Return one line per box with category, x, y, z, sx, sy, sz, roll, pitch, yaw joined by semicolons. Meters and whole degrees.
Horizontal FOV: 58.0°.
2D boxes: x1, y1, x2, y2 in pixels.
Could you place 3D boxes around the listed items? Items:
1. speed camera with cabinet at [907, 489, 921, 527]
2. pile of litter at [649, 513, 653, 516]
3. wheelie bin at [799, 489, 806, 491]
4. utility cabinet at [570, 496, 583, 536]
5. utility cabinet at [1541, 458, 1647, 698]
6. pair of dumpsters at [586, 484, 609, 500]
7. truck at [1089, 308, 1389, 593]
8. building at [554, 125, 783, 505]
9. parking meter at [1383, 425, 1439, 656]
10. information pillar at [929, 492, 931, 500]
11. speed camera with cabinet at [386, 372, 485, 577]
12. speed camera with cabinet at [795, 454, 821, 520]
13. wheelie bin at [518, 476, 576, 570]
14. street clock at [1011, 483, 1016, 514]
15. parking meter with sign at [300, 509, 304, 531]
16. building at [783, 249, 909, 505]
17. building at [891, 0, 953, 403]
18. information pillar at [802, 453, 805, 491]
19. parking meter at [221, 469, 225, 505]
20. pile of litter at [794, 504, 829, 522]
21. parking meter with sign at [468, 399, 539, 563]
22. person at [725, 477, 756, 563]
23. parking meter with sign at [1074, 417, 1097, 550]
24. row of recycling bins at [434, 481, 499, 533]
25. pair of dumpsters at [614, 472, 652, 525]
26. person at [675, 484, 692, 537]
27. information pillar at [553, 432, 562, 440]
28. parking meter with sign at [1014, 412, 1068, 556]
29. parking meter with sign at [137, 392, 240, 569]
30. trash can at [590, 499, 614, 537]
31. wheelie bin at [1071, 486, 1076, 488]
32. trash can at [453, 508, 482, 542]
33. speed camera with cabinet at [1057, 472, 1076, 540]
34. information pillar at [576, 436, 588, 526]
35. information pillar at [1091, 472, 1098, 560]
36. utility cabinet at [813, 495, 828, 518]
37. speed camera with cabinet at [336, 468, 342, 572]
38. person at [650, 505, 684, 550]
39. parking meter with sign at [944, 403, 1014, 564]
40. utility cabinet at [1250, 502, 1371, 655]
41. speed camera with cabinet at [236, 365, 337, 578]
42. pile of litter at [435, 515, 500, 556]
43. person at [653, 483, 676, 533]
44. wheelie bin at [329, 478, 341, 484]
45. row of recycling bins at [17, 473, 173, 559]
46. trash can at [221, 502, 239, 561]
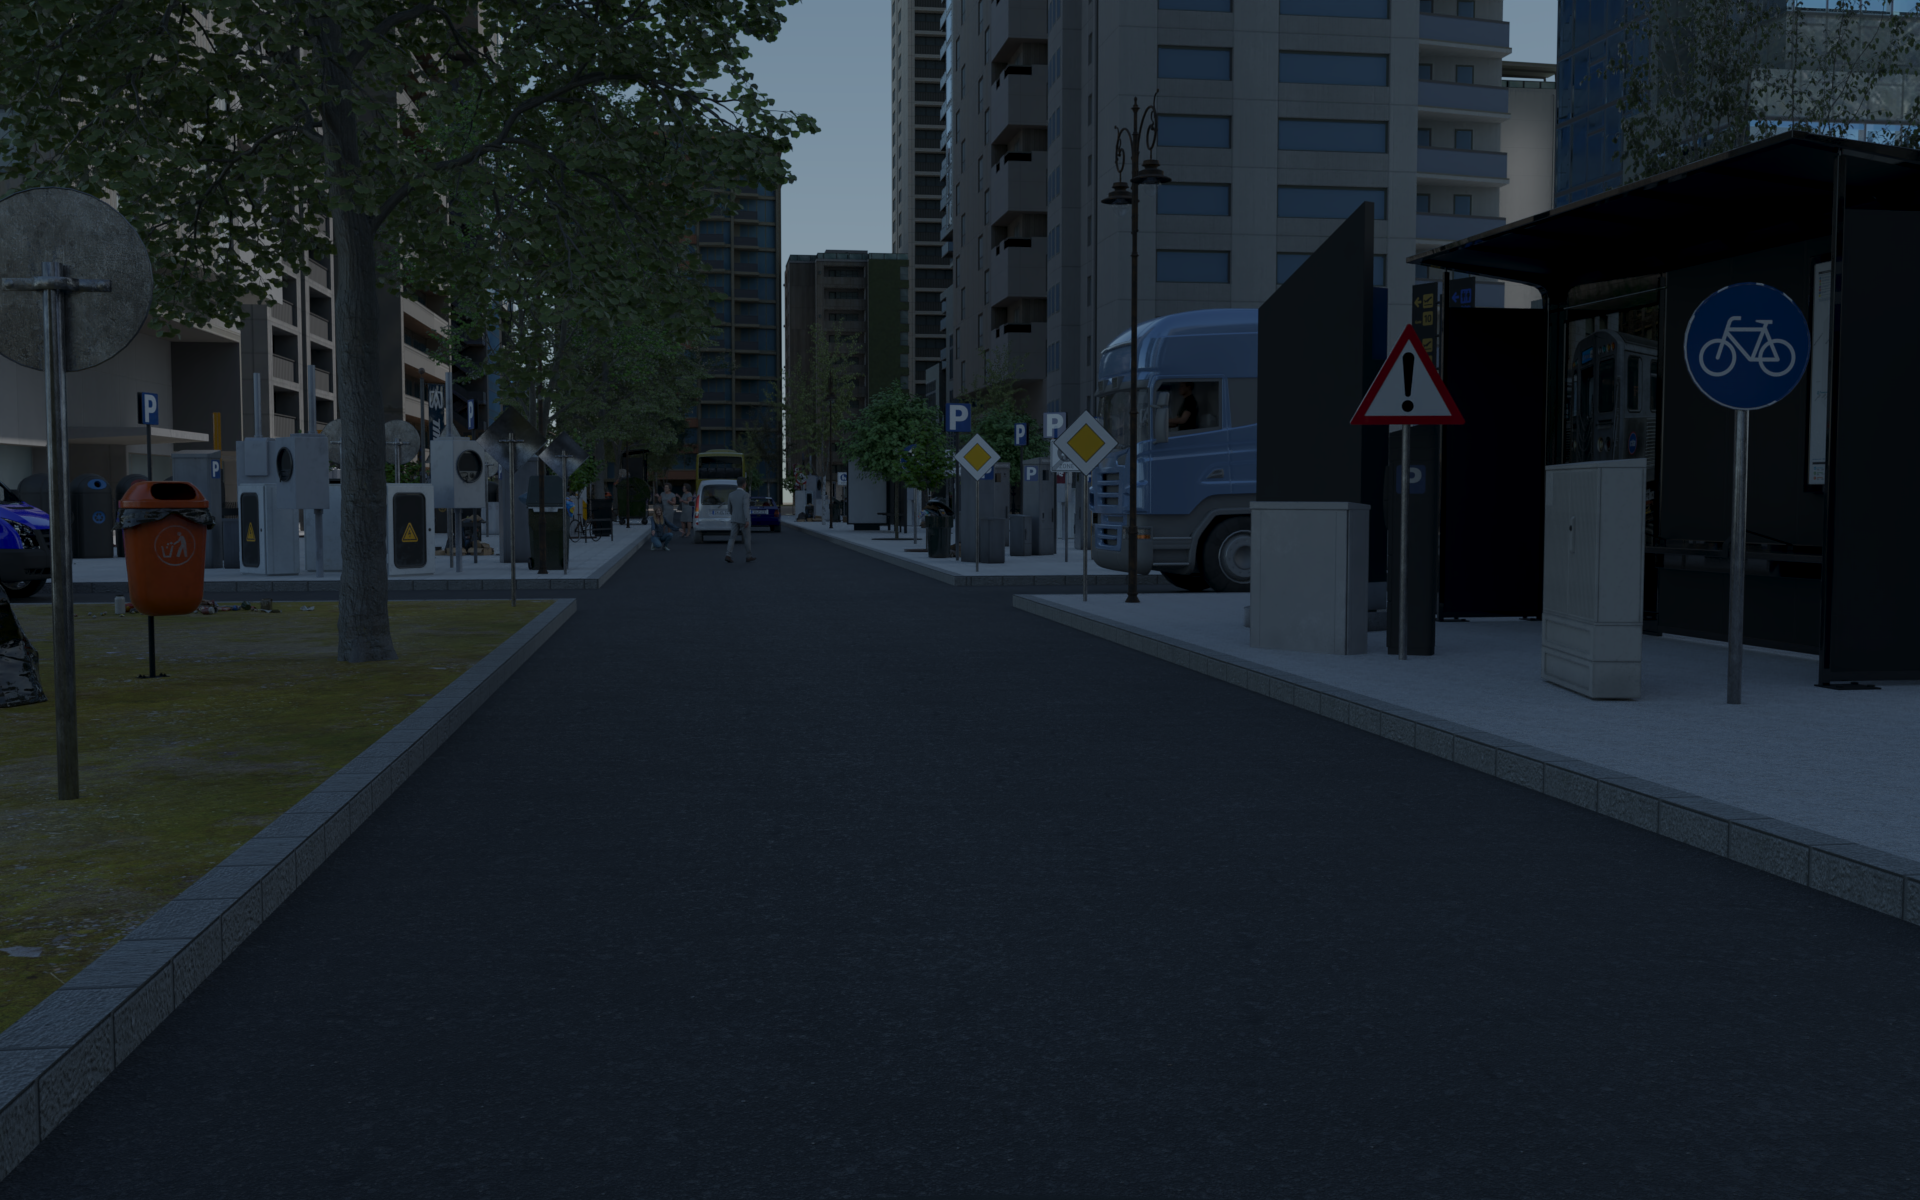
speed camera with cabinet;-1.939;-4.549;68.713;0.660;3.252;2.038;0;4;6
pile of litter;-18.495;-5.352;101.478;1.176;0.858;1.719;0;4;2
wheelie bin;-8.900;-5.611;99.654;0.980;1.594;0.693;1;4;15
utility cabinet;-12.096;-2.567;53.140;1.020;1.237;0.306;-3;4;-38
utility cabinet;4.085;-0.157;11.245;0.318;1.500;1.173;0;4;4
pair of dumpsters;-20.402;-5.751;96.524;1.574;2.255;4.437;-1;4;-9
truck;10.610;-2.201;25.738;18.799;4.110;2.967;-1;4;-10
building;-35.732;-33.858;208.206;28.867;44.769;22.147;-1;4;-9
parking meter;3.598;-0.497;13.844;0.399;1.863;0.255;1;4;22
information pillar;-1.397;-4.314;75.030;0.304;2.012;0.304;0;4;4
speed camera with cabinet;-8.501;-2.029;27.517;0.660;3.252;2.038;2;4;32
speed camera with cabinet;-7.443;-5.552;85.107;0.660;3.252;2.038;1;4;18
wheelie bin;-7.003;-1.316;29.424;0.980;1.594;0.693;0;4;-2
street clock;3.016;-5.708;97.890;0.358;2.002;0.471;0;4;6
parking meter with sign;-23.285;-3.892;59.894;0.543;3.016;1.738;3;5;42
building;-13.753;-26.674;207.814;14.107;30.474;14.160;-1;4;-9
building;2.882;-47.361;212.610;20.611;71.187;20.563;-1;4;-9
information pillar;-8.909;-6.554;98.509;0.183;3.616;0.504;-1;4;-11
parking meter;-14.565;-1.716;33.774;0.255;1.863;0.399;2;4;35
pile of litter;-6.859;-4.057;80.296;1.719;0.858;1.176;-1;4;-9
parking meter with sign;-8.230;-2.207;32.352;1.738;3.016;0.543;-2;4;-27
person;-4.626;-1.684;36.313;0.678;1.792;0.850;2;4;31
parking meter with sign;2.953;-2.671;39.940;0.543;3.016;1.738;0;4;-8
row of recycling bins;-15.730;-3.018;56.451;3.534;1.692;1.069;2;4;26
pair of dumpsters;-13.853;-4.335;73.375;1.574;2.255;4.437;-1;4;-9
person;-9.183;-2.970;57.418;0.532;1.782;0.716;-2;4;-34
information pillar;-14.429;-4.337;62.265;0.183;3.616;0.504;2;4;28
parking meter with sign;1.621;-2.448;36.283;0.543;3.016;1.738;2;4;30
parking meter with sign;-13.139;-2.053;29.825;1.738;3.016;0.543;0;4;2
trash can;-10.801;-2.483;52.251;0.748;1.137;0.748;0;3;0
wheelie bin;4.629;-3.828;70.491;0.980;1.594;0.693;2;4;25
trash can;-11.083;-1.671;38.977;0.748;1.137;0.748;0;3;0
speed camera with cabinet;2.997;-3.354;49.180;0.660;3.252;2.038;1;4;19
information pillar;-15.356;-4.823;70.213;0.183;3.616;0.504;3;5;41
information pillar;2.730;-1.796;33.860;0.304;2.012;0.304;1;4;11
utility cabinet;-7.706;-5.087;94.338;1.020;1.237;0.306;1;4;12
speed camera with cabinet;-10.805;-2.095;28.596;2.038;3.252;0.660;0;4;-3
person;-7.499;-1.833;43.973;1.012;1.151;0.738;-2;4;-33
parking meter with sign;0.319;-2.222;32.591;0.543;3.016;1.738;-2;4;-26
utility cabinet;2.860;-0.186;14.208;0.306;1.237;1.020;-3;5;-40
speed camera with cabinet;-10.566;-1.997;26.991;2.038;3.252;0.660;3;5;44
pile of litter;-10.304;-1.367;36.317;1.719;0.858;1.176;1;4;19
person;-9.151;-2.728;53.458;0.716;1.782;0.532;1;4;13
wheelie bin;-12.463;-1.650;34.884;0.980;1.594;0.693;-3;4;-38
row of recycling bins;-17.082;-1.702;34.939;1.069;1.692;3.534;3;5;42
trash can;-13.342;-1.245;32.017;0.748;1.137;0.748;0;3;0
